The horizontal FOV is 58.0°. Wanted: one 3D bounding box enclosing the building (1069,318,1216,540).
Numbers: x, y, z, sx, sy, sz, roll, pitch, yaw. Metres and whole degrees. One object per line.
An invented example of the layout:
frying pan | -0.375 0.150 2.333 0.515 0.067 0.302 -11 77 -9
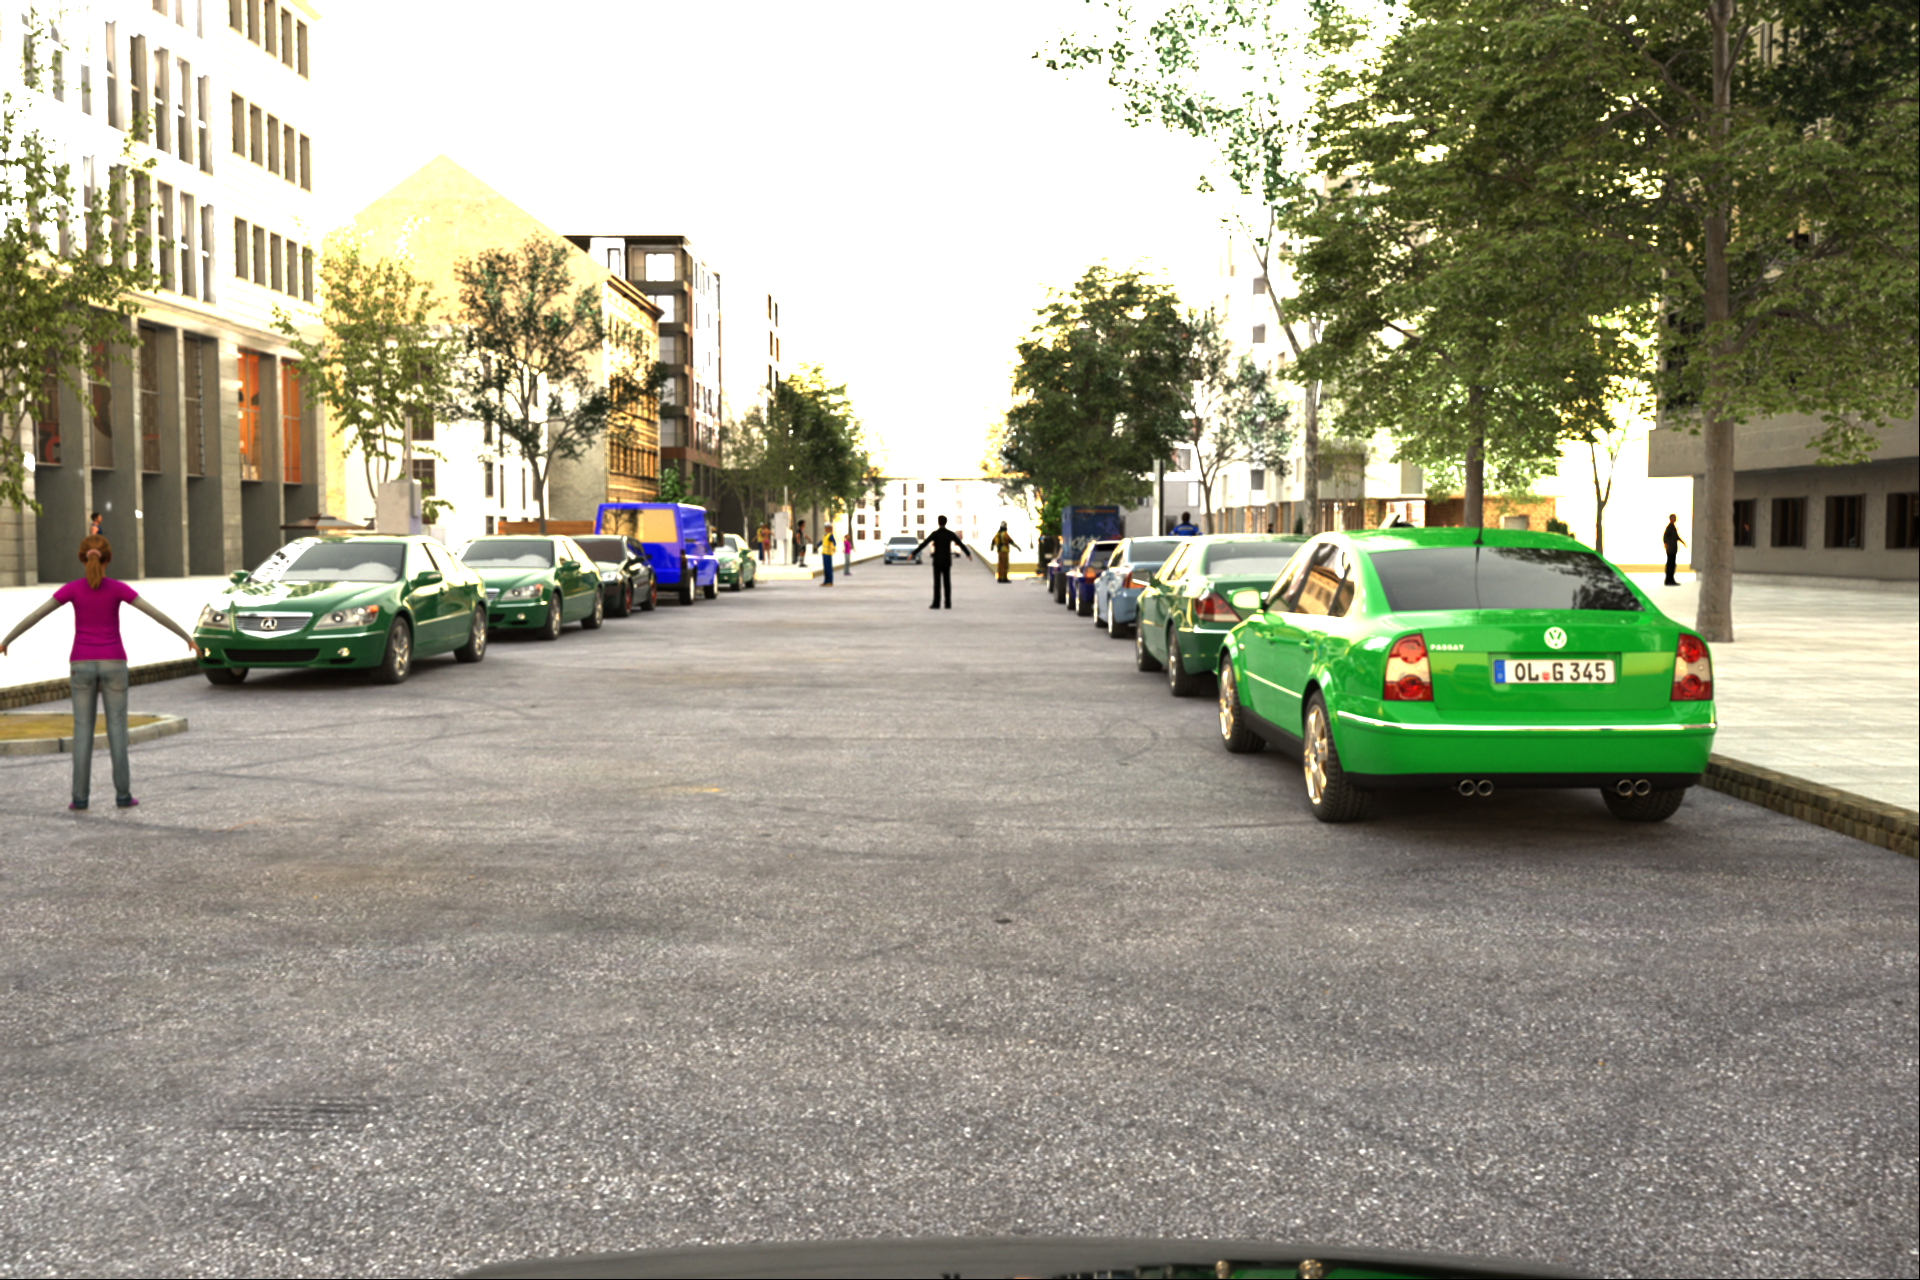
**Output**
building | 25.137 -20.553 180.015 27.936 21.610 32.646 0 4 0

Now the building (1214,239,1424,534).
building | 21.741 -15.638 112.105 16.016 20.090 11.380 0 4 0

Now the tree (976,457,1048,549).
tree | 5.819 -12.829 144.168 8.767 10.594 7.601 -3 4 -36

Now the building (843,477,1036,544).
building | -2.785 -18.825 252.398 28.070 9.664 9.099 0 4 2

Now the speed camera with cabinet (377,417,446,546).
speed camera with cabinet | -9.519 -2.187 30.090 0.660 3.252 2.038 0 4 0

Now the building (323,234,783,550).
building | -29.320 -17.778 134.643 27.936 21.610 32.646 0 3 0

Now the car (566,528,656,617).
car | -6.558 -1.298 31.005 2.009 1.686 4.222 0 4 0

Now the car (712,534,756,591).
car | -6.381 -2.019 44.803 2.131 1.459 4.920 0 4 0

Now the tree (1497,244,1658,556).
tree | 22.152 -8.174 59.406 9.928 11.665 9.643 0 3 0

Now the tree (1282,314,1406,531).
tree | 12.710 -6.538 57.256 4.360 8.622 3.978 0 3 0

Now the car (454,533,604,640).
car | -6.359 -0.798 24.840 2.131 1.459 4.920 0 3 0

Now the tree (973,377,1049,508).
tree | 6.175 -13.394 129.358 12.009 13.543 11.850 0 3 0

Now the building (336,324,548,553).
building | -24.277 -8.636 83.344 9.099 9.664 28.070 0 4 -1

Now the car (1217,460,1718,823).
car | 2.634 -0.073 9.984 1.959 1.807 4.718 0 4 -1

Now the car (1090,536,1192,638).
car | 2.929 -0.799 25.068 2.014 1.417 4.499 0 4 0

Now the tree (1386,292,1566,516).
tree | 21.622 -9.516 73.714 7.486 12.596 7.792 0 3 0

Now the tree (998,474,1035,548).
tree | 6.072 -12.846 160.399 4.360 8.622 3.978 0 3 0

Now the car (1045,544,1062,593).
car | 3.022 -1.755 41.281 1.945 1.354 3.894 0 4 0

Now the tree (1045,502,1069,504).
tree | 15.823 -20.388 251.471 7.486 12.596 7.792 0 3 0

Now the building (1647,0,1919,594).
building | 25.744 -13.060 32.603 14.314 24.678 30.058 0 4 0

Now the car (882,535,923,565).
car | -2.694 -4.346 83.056 2.014 1.417 4.499 0 3 0

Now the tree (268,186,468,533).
tree | -12.448 -5.291 36.873 4.737 8.622 4.395 0 3 0

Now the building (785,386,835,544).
building | -26.420 -24.253 227.470 19.493 23.208 18.063 0 4 -1

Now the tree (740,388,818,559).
tree | -9.578 -8.362 87.084 4.360 8.622 3.978 0 3 0

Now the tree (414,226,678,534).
tree | -12.412 -7.189 51.948 8.767 10.594 7.601 0 4 5

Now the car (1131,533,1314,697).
car | 2.773 -0.299 16.692 2.131 1.459 4.920 0 3 0

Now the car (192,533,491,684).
car | -6.265 -0.381 18.024 2.131 1.459 4.920 0 4 -1

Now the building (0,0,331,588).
building | -28.328 -16.504 47.334 11.434 29.767 29.804 0 3 0

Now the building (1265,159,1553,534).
building | 21.667 -14.455 92.756 16.016 20.090 11.380 0 4 0

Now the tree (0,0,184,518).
tree | -12.736 -4.443 22.998 4.737 8.622 4.395 0 3 0

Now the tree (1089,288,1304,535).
tree | 9.395 -8.015 65.458 8.767 10.594 7.601 -2 4 -32

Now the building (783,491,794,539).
building | -30.051 -23.071 208.146 19.493 23.208 18.063 0 4 0

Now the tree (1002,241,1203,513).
tree | 6.150 -10.416 76.954 9.857 13.997 8.962 0 3 0

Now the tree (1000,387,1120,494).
tree | 5.953 -10.189 100.998 8.767 10.594 7.601 2 4 27

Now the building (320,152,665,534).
building | -29.784 -17.015 109.117 19.493 23.208 18.063 0 4 0

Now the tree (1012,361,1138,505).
tree | 6.368 -9.537 90.343 7.601 10.594 8.767 -1 4 -15

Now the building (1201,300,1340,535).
building | 24.820 -17.374 140.487 16.016 20.090 11.380 0 4 0

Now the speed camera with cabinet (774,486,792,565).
speed camera with cabinet | -7.365 -4.750 72.003 0.660 3.252 2.038 0 4 -1

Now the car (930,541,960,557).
car | -0.915 -5.834 107.746 2.083 1.381 4.827 0 4 -1

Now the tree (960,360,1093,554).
tree | 5.535 -12.439 113.745 12.009 13.543 11.850 0 3 0

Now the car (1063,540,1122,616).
car | 2.883 -1.159 31.526 1.945 1.354 3.894 0 4 0
